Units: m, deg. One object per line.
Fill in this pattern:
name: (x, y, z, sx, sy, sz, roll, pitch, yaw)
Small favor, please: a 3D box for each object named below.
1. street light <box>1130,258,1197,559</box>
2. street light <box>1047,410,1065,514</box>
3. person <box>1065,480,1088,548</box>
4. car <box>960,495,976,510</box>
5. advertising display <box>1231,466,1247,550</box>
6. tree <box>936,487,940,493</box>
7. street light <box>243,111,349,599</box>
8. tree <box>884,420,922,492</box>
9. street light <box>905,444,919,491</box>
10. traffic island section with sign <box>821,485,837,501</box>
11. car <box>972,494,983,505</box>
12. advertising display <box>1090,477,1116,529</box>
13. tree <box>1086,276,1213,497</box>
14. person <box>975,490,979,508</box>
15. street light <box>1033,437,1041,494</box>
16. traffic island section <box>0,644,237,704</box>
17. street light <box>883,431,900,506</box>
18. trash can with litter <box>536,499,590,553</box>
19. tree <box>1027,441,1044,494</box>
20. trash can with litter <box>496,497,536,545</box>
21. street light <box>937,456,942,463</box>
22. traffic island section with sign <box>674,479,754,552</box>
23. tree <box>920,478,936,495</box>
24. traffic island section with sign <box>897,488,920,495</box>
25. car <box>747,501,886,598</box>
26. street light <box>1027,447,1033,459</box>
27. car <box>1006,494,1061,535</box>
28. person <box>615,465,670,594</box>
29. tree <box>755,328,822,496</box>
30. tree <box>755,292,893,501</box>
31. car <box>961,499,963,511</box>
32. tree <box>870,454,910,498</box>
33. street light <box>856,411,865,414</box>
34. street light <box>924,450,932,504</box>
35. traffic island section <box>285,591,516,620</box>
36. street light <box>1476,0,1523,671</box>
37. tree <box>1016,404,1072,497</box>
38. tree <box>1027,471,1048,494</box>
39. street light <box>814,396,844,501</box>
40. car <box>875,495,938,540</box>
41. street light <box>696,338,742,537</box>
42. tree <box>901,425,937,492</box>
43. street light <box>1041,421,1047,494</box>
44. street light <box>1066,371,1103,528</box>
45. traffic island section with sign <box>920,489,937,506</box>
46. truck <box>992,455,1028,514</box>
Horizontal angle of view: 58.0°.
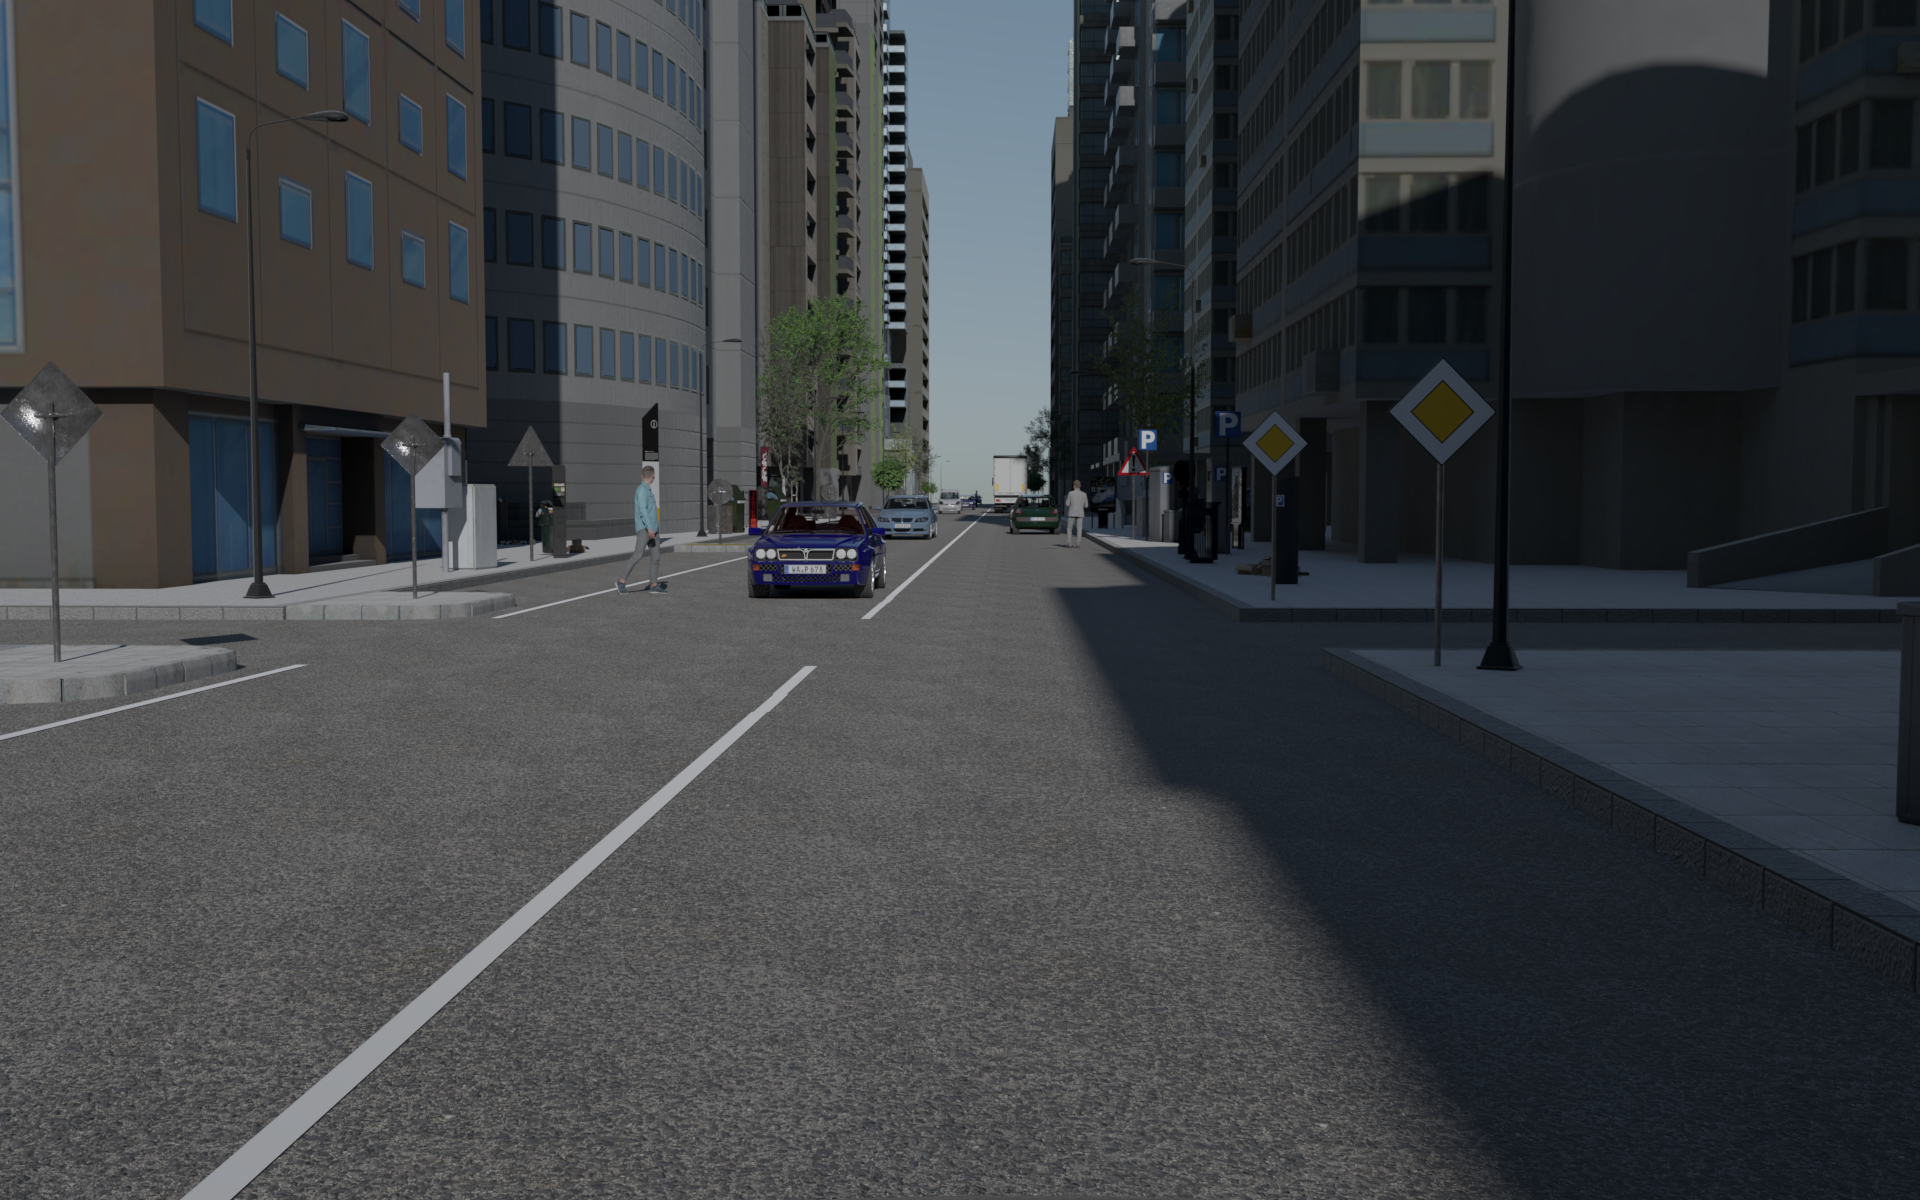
street light: (4.051, -3.774, 34.247, 1.470, 5.913, 1.316, 0, 4, 2)
street light: (5.694, -7.546, 95.916, 1.470, 5.913, 1.316, 0, 4, 2)
person: (3.060, -2.283, 46.020, 0.606, 1.804, 0.583, -1, 4, -19)
car: (0.516, -8.783, 156.186, 1.945, 1.354, 3.894, 0, 4, 1)
advertising display: (6.481, -2.148, 40.327, 0.123, 1.923, 0.974, 0, 4, -6)
tree: (-3.639, -14.976, 239.462, 1.663, 3.219, 1.824, 0, 3, 0)
street light: (-8.105, -2.974, 21.162, 1.470, 5.913, 1.316, 0, 4, 2)
tree: (-5.791, -13.541, 171.749, 4.737, 8.622, 4.395, 0, 3, 0)
street light: (-4.463, -11.438, 159.556, 1.470, 5.913, 1.316, 0, 4, 2)
traffic island section with sign: (-5.334, -3.817, 71.038, 1.989, 1.847, 2.006, 0, 4, 2)
car: (2.149, -13.875, 238.865, 2.014, 1.417, 4.499, 0, 4, 1)
advertising display: (5.321, -3.616, 64.331, 0.974, 1.923, 0.123, 1, 4, 22)
tree: (6.519, -6.675, 59.501, 4.737, 8.622, 4.395, 0, 3, 0)
person: (1.782, -10.746, 184.179, 0.705, 1.826, 1.348, -1, 4, -16)
street light: (6.914, -10.274, 140.525, 1.470, 5.913, 1.316, 0, 4, 2)
traffic island section: (-6.907, 0.555, 13.214, 2.009, 0.180, 2.903, 0, 4, 2)
street light: (-5.144, -9.537, 128.469, 1.470, 5.913, 1.316, 0, 4, 2)
trash can with litter: (-8.672, -1.617, 37.817, 1.055, 1.170, 0.624, -2, 4, -29)
tree: (10.401, -18.256, 248.840, 4.737, 8.622, 4.395, 0, 3, 0)
trash can with litter: (-11.435, -2.007, 43.877, 2.233, 1.210, 1.678, 1, 4, 20)
street light: (-3.007, -14.607, 211.365, 1.470, 5.913, 1.316, 0, 4, 2)
traffic island section with sign: (-6.074, -2.147, 43.738, 1.989, 1.847, 2.006, 0, 4, 2)
tree: (-4.173, -12.904, 205.583, 1.663, 3.219, 1.824, 0, 3, 0)
traffic island section with sign: (-3.997, -6.818, 120.096, 1.989, 1.847, 2.006, 0, 4, 2)
car: (-2.019, -0.764, 25.064, 1.945, 1.354, 3.894, 0, 4, 1)
street light: (7.687, -12.176, 171.622, 1.470, 5.913, 1.316, 0, 4, 2)
car: (2.692, -3.225, 62.516, 2.009, 1.686, 4.222, 0, 4, 0)
person: (-4.547, -1.008, 24.835, 0.748, 1.841, 0.638, 1, 4, 11)
tree: (-7.889, -7.681, 75.950, 4.360, 8.622, 3.978, 0, 3, 0)
tree: (-7.292, -9.988, 89.061, 9.928, 11.665, 9.643, 0, 3, 0)
car: (-0.696, -8.346, 146.245, 2.009, 1.686, 4.222, 0, 4, 3)
tree: (-5.734, -9.668, 141.780, 4.285, 4.588, 4.351, 0, 3, 0)
street light: (-6.056, -7.644, 97.521, 1.470, 5.913, 1.316, 0, 4, 2)
street light: (-3.740, -12.731, 180.686, 1.470, 5.913, 1.316, 0, 4, 2)
traffic island section: (-6.689, 0.066, 21.196, 2.009, 0.180, 2.903, 0, 4, 2)
street light: (3.424, -2.448, 12.562, 1.470, 5.913, 1.316, 0, 4, 2)
tree: (9.290, -15.050, 180.487, 7.601, 10.594, 8.767, -2, 4, -27)
tree: (10.232, -15.326, 234.298, 4.285, 4.588, 4.351, 0, 3, 0)
street light: (-6.377, -6.726, 82.513, 1.470, 5.913, 1.316, 0, 4, 2)
car: (-1.689, -2.676, 55.752, 2.014, 1.417, 4.499, 0, 4, 3)
street light: (-7.212, -4.850, 51.837, 1.470, 5.913, 1.316, 0, 4, 2)
tree: (-4.323, -14.353, 185.027, 4.360, 8.622, 3.978, 0, 3, 0)
street light: (6.060, -8.371, 109.405, 1.470, 5.913, 1.316, 0, 4, 2)
street light: (4.817, -5.670, 65.241, 1.470, 5.913, 1.316, 0, 4, 2)
traffic island section with sign: (-3.252, -8.505, 147.691, 1.989, 1.847, 2.006, 0, 4, 2)
truck: (3.789, -8.677, 130.778, 2.839, 4.237, 11.283, 0, 4, 2)
